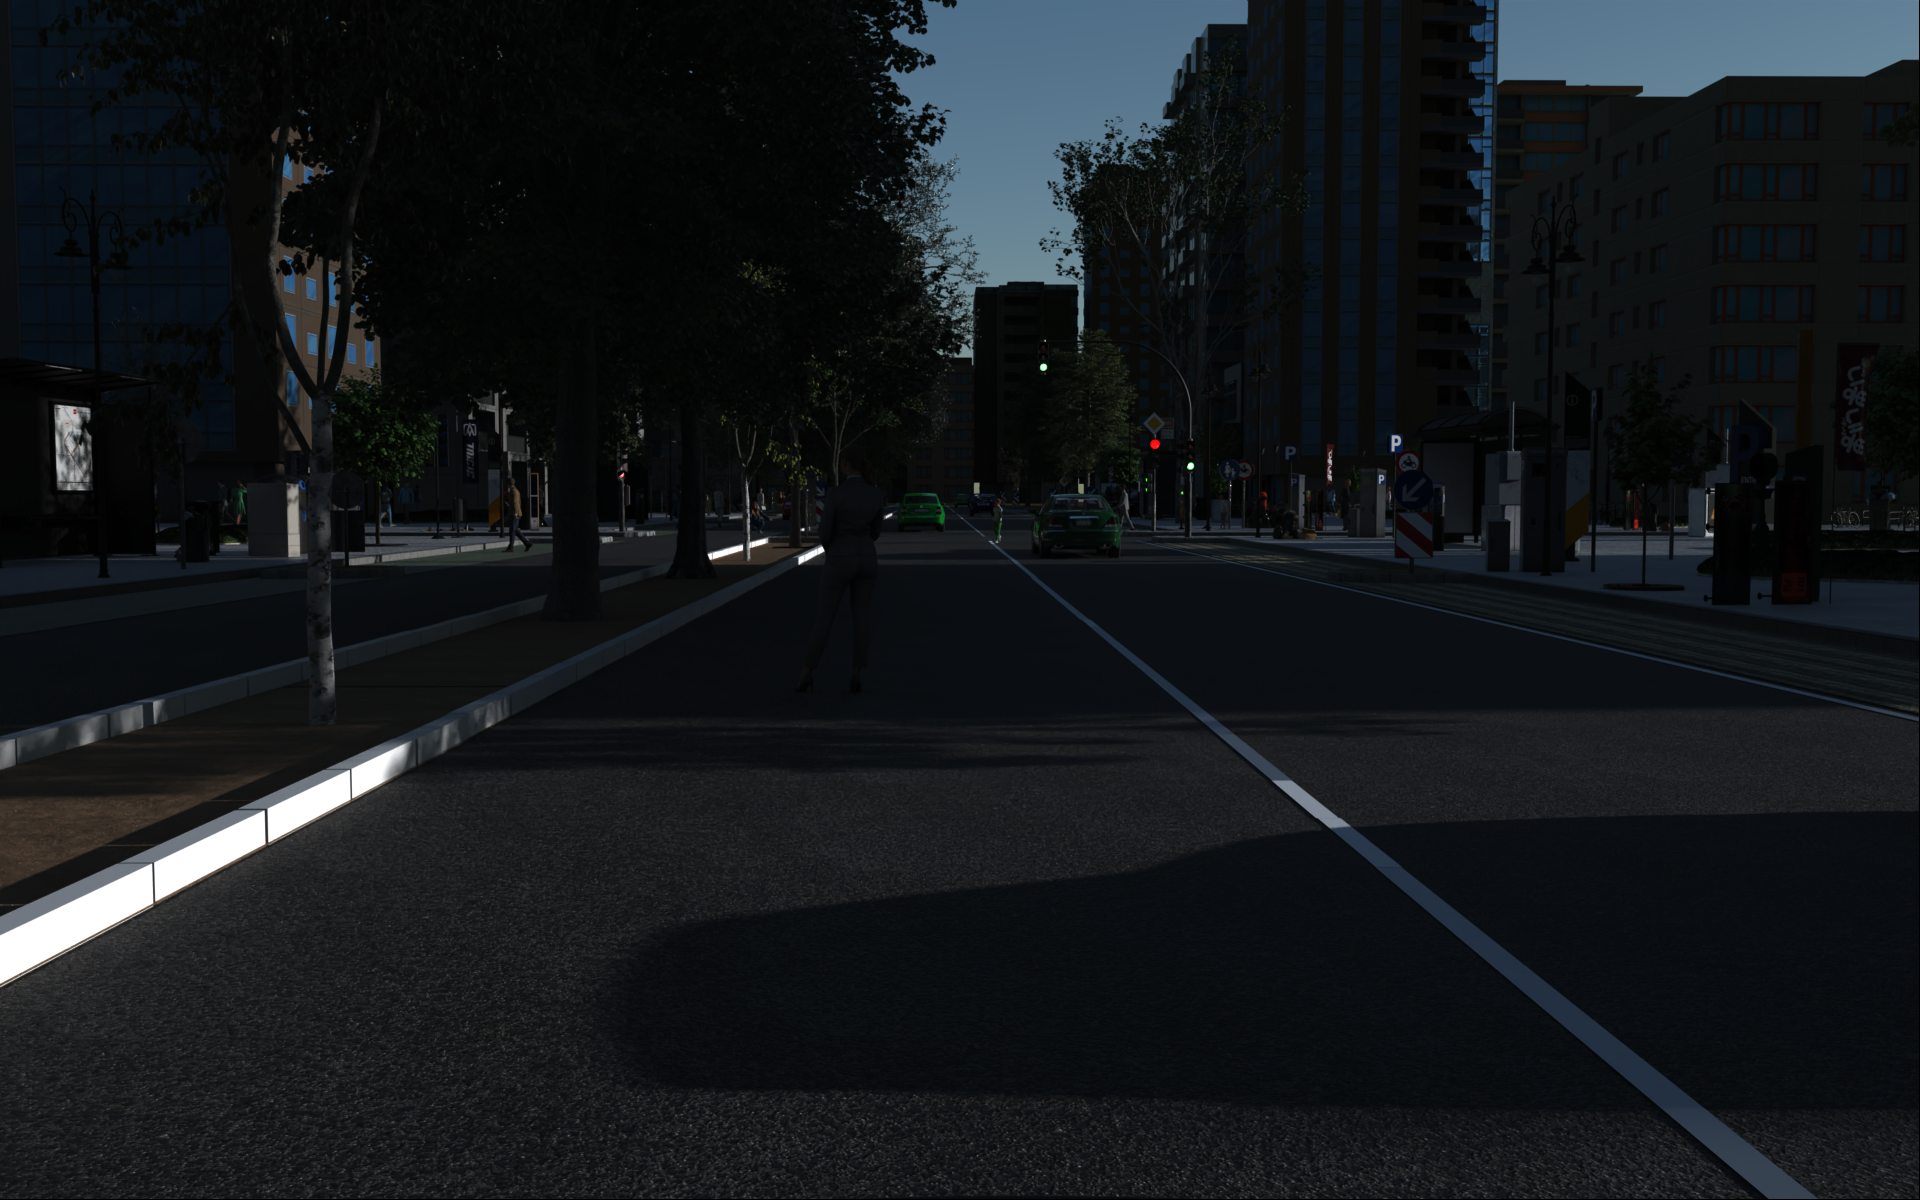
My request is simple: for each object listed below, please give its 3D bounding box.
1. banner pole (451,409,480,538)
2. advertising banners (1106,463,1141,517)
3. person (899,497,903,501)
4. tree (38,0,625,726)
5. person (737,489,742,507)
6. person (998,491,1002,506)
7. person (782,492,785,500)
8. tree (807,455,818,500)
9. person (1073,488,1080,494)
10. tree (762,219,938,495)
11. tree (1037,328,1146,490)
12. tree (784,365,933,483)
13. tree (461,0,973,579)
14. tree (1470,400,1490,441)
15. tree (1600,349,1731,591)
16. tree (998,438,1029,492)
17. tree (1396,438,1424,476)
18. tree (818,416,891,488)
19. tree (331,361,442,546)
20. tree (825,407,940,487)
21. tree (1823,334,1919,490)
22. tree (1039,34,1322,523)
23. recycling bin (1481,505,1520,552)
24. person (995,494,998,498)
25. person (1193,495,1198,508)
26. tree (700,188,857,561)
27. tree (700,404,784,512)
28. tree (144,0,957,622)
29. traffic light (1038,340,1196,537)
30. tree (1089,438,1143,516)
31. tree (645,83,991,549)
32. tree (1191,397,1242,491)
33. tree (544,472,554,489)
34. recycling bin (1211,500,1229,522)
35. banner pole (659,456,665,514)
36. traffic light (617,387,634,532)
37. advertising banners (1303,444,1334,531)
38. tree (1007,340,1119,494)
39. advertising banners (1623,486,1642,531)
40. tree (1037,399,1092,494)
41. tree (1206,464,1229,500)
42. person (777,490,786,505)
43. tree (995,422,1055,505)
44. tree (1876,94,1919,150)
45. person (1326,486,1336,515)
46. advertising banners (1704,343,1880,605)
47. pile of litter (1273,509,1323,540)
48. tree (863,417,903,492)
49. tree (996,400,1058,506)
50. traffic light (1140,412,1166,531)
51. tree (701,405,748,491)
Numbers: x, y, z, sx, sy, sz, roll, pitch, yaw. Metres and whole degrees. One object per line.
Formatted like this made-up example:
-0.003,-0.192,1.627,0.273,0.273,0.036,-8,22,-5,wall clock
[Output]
-14.547,-3.725,50.914,0.863,3.779,0.401,-1,4,-21,banner pole
9.175,-6.148,96.709,2.074,3.025,0.090,0,4,1,advertising banners
-4.812,-8.410,149.226,0.991,1.433,0.599,1,4,17,person
-3.961,-3.539,10.683,4.360,8.622,3.978,0,3,0,tree
-21.158,-9.779,166.452,0.617,1.759,0.750,-2,4,-24,person
4.572,-11.443,195.599,0.705,1.822,1.348,2,4,24,person
-21.888,-12.606,215.394,0.721,1.735,1.217,-1,4,-9,person
-17.986,-21.223,202.882,12.611,20.169,13.585,0,3,0,tree
11.014,-9.680,164.319,1.348,1.823,0.705,-1,4,-20,person
-4.534,-8.254,63.173,9.928,11.665,9.643,0,3,0,tree
9.018,-12.247,118.369,7.486,12.596,7.792,0,3,0,tree
-5.192,-10.609,94.037,7.486,12.596,7.792,0,3,0,tree
-4.555,-6.710,29.168,9.611,12.733,9.660,0,3,0,tree
38.727,-11.151,132.680,4.360,8.622,3.978,0,3,0,tree
9.161,-1.749,23.195,1.663,3.219,1.824,0,3,0,tree
6.735,-15.831,209.194,4.360,8.622,3.978,0,3,0,tree
27.133,-7.207,101.543,4.285,4.588,4.351,0,3,0,tree
-4.928,-7.836,80.941,4.360,8.622,3.978,0,3,0,tree
-14.502,-3.624,42.970,4.285,4.588,4.351,0,3,0,tree
-5.495,-10.869,114.583,8.767,10.594,7.601,0,4,-1,tree
18.181,-2.992,32.635,4.285,4.588,4.351,0,3,0,tree
9.436,-13.319,73.652,12.611,20.169,13.585,0,3,0,tree
12.240,-1.617,38.985,0.722,1.027,0.722,-1,4,-22,recycling bin
3.877,-10.693,186.569,0.421,1.427,0.697,0,4,1,person
14.027,-5.649,103.079,0.373,1.253,0.362,1,4,15,person
-4.523,-5.121,36.555,4.737,8.622,4.395,0,3,0,tree
-15.295,-12.644,124.859,7.486,12.596,7.792,0,3,0,tree
-4.400,-6.740,19.315,9.857,13.997,8.962,0,3,0,tree
4.664,-4.683,51.233,4.771,5.953,1.251,0,4,-1,traffic light
9.098,-7.100,99.793,4.285,4.588,4.351,0,3,0,tree
-4.297,-8.085,45.014,12.009,13.543,11.850,0,3,0,tree
18.713,-10.937,129.184,4.737,8.622,4.395,0,3,0,tree
-20.686,-8.681,92.290,4.737,8.622,4.395,0,3,0,tree
11.797,-4.036,78.537,0.722,1.027,0.722,0,4,-2,recycling bin
-19.140,-7.484,112.383,0.863,3.779,0.401,-1,4,-15,banner pole
-9.441,-5.168,59.156,4.771,5.953,1.251,0,4,-1,traffic light
12.508,-3.923,60.332,0.090,3.025,2.074,3,5,41,advertising banners
8.656,-14.420,142.429,9.857,13.997,8.962,0,3,0,tree
23.952,-3.986,61.353,0.090,3.025,2.074,3,5,41,advertising banners
7.906,-10.899,128.561,4.360,8.622,3.978,0,3,0,tree
16.330,-7.010,109.219,1.663,3.219,1.824,0,3,0,tree
-20.998,-11.995,202.263,1.348,1.812,0.705,0,4,-5,person
7.671,-15.914,194.609,8.767,10.594,7.601,3,5,41,tree
10.701,-5.782,12.663,7.486,12.596,7.792,0,3,0,tree
22.689,-6.083,105.758,0.793,1.790,0.793,1,4,17,person
9.638,-1.459,20.041,2.074,3.025,0.090,0,4,-7,advertising banners
9.620,-2.159,49.272,1.719,0.858,1.176,-1,4,-20,pile of litter
-4.903,-8.137,85.865,4.737,8.622,4.395,0,3,0,tree
7.304,-15.593,180.693,9.928,11.665,9.643,0,3,0,tree
6.628,-4.310,59.391,0.839,4.253,0.868,0,4,-1,traffic light
-15.877,-10.233,117.665,4.360,8.622,3.978,0,3,0,tree
